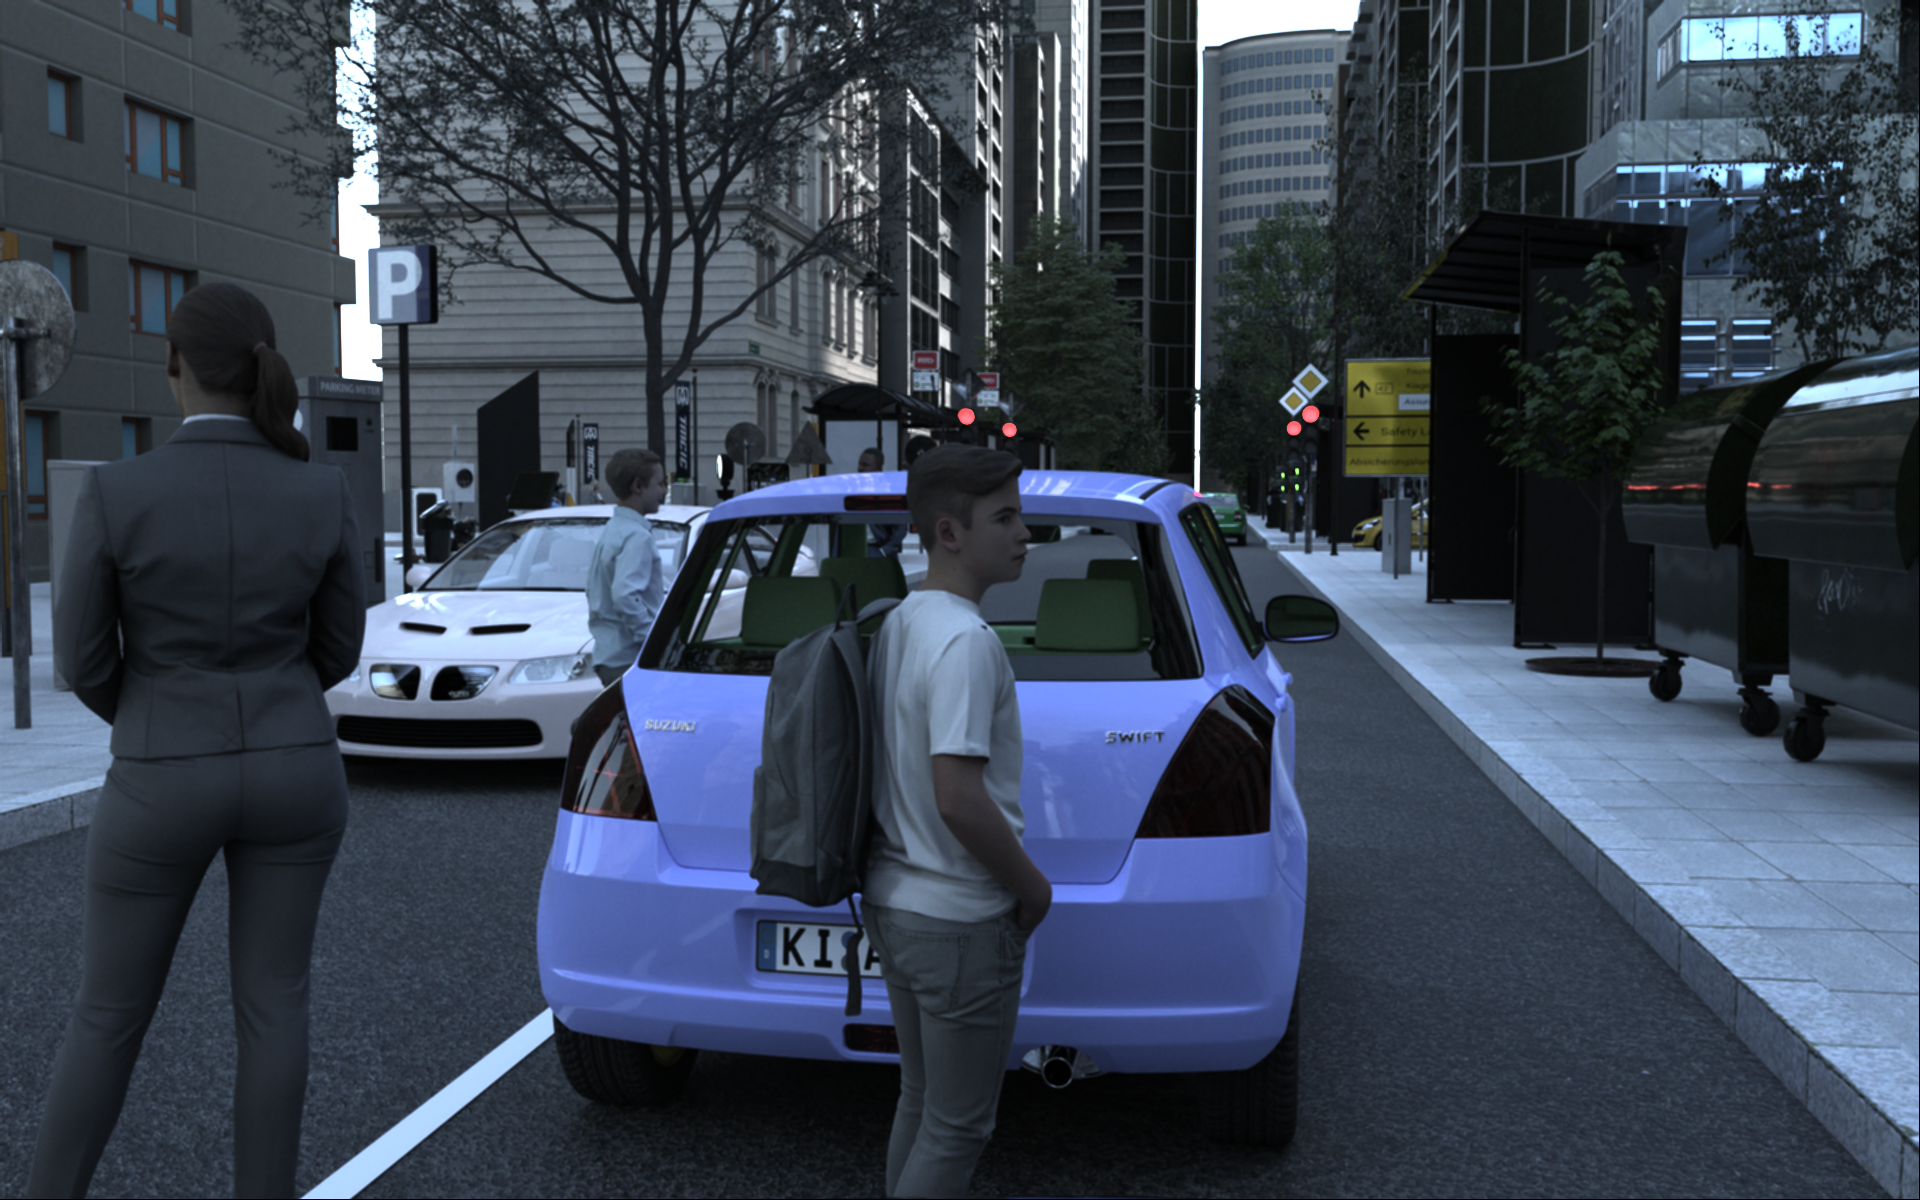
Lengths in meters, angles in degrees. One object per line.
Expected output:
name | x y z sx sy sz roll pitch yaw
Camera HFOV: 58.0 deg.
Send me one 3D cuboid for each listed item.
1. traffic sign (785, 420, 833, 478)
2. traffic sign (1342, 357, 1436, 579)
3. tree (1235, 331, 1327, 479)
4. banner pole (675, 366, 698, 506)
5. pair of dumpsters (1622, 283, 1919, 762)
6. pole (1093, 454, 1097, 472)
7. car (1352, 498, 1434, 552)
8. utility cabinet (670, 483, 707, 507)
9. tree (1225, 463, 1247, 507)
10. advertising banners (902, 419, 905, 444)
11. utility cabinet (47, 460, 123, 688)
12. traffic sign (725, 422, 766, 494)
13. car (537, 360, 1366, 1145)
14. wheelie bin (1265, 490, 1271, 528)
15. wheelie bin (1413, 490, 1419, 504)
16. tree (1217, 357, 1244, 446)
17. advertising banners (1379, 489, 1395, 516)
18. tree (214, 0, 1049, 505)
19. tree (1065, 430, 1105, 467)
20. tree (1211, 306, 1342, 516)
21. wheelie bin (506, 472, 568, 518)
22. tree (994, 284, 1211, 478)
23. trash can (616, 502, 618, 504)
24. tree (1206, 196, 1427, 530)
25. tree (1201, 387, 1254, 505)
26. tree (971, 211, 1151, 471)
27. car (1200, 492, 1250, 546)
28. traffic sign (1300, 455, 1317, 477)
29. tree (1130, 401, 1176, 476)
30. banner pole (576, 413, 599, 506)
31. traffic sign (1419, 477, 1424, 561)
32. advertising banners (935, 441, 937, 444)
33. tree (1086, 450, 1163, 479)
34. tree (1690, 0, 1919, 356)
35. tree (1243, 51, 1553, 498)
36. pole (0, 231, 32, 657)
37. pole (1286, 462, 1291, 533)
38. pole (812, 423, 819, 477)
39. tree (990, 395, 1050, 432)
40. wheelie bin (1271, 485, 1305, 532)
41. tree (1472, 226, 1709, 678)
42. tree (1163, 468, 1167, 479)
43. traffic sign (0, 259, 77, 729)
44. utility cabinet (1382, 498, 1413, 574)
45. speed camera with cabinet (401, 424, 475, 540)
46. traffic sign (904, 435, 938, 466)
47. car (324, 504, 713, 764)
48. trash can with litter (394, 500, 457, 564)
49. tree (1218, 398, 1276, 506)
traffic sign | -2.680 -1.872 30.605 0.884 2.594 0.081 1 4 12
traffic sign | 6.881 -1.960 25.912 2.265 3.308 0.079 1 4 12
tree | 14.681 -7.779 77.545 4.737 8.622 4.395 0 3 0
banner pole | -5.299 -2.678 33.796 0.401 3.779 0.863 2 4 28
pair of dumpsters | 4.610 -0.374 8.607 1.574 2.255 4.437 1 4 8
pole | 6.096 -5.169 78.355 0.158 3.312 0.155 0 3 0
car | 11.334 -1.883 41.014 3.980 1.641 2.015 1 4 9
utility cabinet | -5.635 -1.677 36.097 0.318 1.500 1.173 1 4 15
tree | 27.757 -11.398 170.071 4.285 4.588 4.351 0 3 0
advertising banners | -2.055 -2.580 38.371 2.074 3.025 0.090 2 4 34
utility cabinet | -5.643 -0.190 11.779 0.318 1.500 1.173 1 4 10
traffic sign | -3.796 -1.866 30.615 0.768 2.556 0.104 1 4 12
car | 0.165 0.267 5.226 1.945 1.707 3.694 1 4 10
wheelie bin | 11.895 -3.495 65.055 0.693 1.594 0.980 2 4 34
wheelie bin | 22.432 -4.782 86.095 0.693 1.594 0.980 1 4 10
tree | 12.862 -7.390 71.195 4.360 8.622 3.978 0 3 0
advertising banners | 12.560 -3.374 51.354 0.090 3.025 2.074 3 5 44
tree | -3.767 -6.806 21.652 12.009 13.543 11.850 0 3 0
tree | 7.806 -10.137 116.105 4.360 8.622 3.978 0 3 0
tree | 18.164 -11.397 103.348 9.611 12.733 9.660 0 3 0
wheelie bin | -5.948 -1.008 24.396 0.980 1.594 0.693 1 4 17
tree | 6.179 -10.582 90.016 9.611 12.733 9.660 0 3 0
trash can | -5.577 -1.123 30.020 0.748 1.137 0.748 0 3 0
tree | 12.498 -8.310 61.631 9.928 11.665 9.643 0 3 0
tree | 31.600 -17.605 194.496 9.857 13.997 8.962 0 3 0
tree | 3.943 -9.323 70.558 7.486 12.596 7.792 0 3 0
car | 7.256 -2.476 49.279 1.959 1.807 4.718 1 4 9
traffic sign | 10.264 -3.102 50.824 0.768 2.556 0.104 1 4 13
tree | 12.948 -10.809 127.089 4.737 8.622 4.395 0 3 0
banner pole | -11.604 -3.899 53.764 0.863 3.779 0.401 -2 4 -26
traffic sign | 8.773 -1.882 32.894 0.606 2.300 0.079 1 4 13
advertising banners | -1.495 -3.685 56.436 2.074 3.025 0.090 -3 5 -44
tree | 9.105 -7.267 102.523 4.285 4.588 4.351 0 3 0
tree | 12.272 -4.522 24.301 4.360 8.622 3.978 0 3 0
tree | 7.621 -4.826 29.267 4.360 8.622 3.978 0 3 0
pole | -7.451 -1.207 13.581 0.158 3.312 0.155 0 3 0
pole | 10.760 -3.837 56.572 0.158 3.312 0.155 0 3 0
pole | -4.172 -3.442 50.120 0.158 3.312 0.155 0 3 0
tree | 3.570 -9.136 99.738 4.360 8.622 3.978 0 3 0
wheelie bin | 11.190 -3.085 58.348 0.980 1.594 0.693 3 4 38
tree | 4.781 -1.099 12.572 1.663 3.219 1.824 0 3 0
tree | 17.505 -10.825 160.699 4.285 4.588 4.351 0 3 0
traffic sign | -5.136 -0.569 9.417 0.768 2.556 0.104 1 4 14
utility cabinet | 7.082 -1.037 28.122 0.306 1.237 1.020 0 4 3
speed camera with cabinet | -14.663 -3.323 48.667 0.660 3.252 2.038 3 5 40
traffic sign | -0.835 -2.278 37.355 0.768 2.556 0.104 1 4 13
car | -2.133 0.111 10.555 2.083 1.381 4.827 1 4 10
trash can with litter | -9.902 -1.265 32.076 1.055 1.170 0.624 -2 4 -35
tree | 29.876 -15.868 177.563 7.486 12.596 7.792 0 3 0
